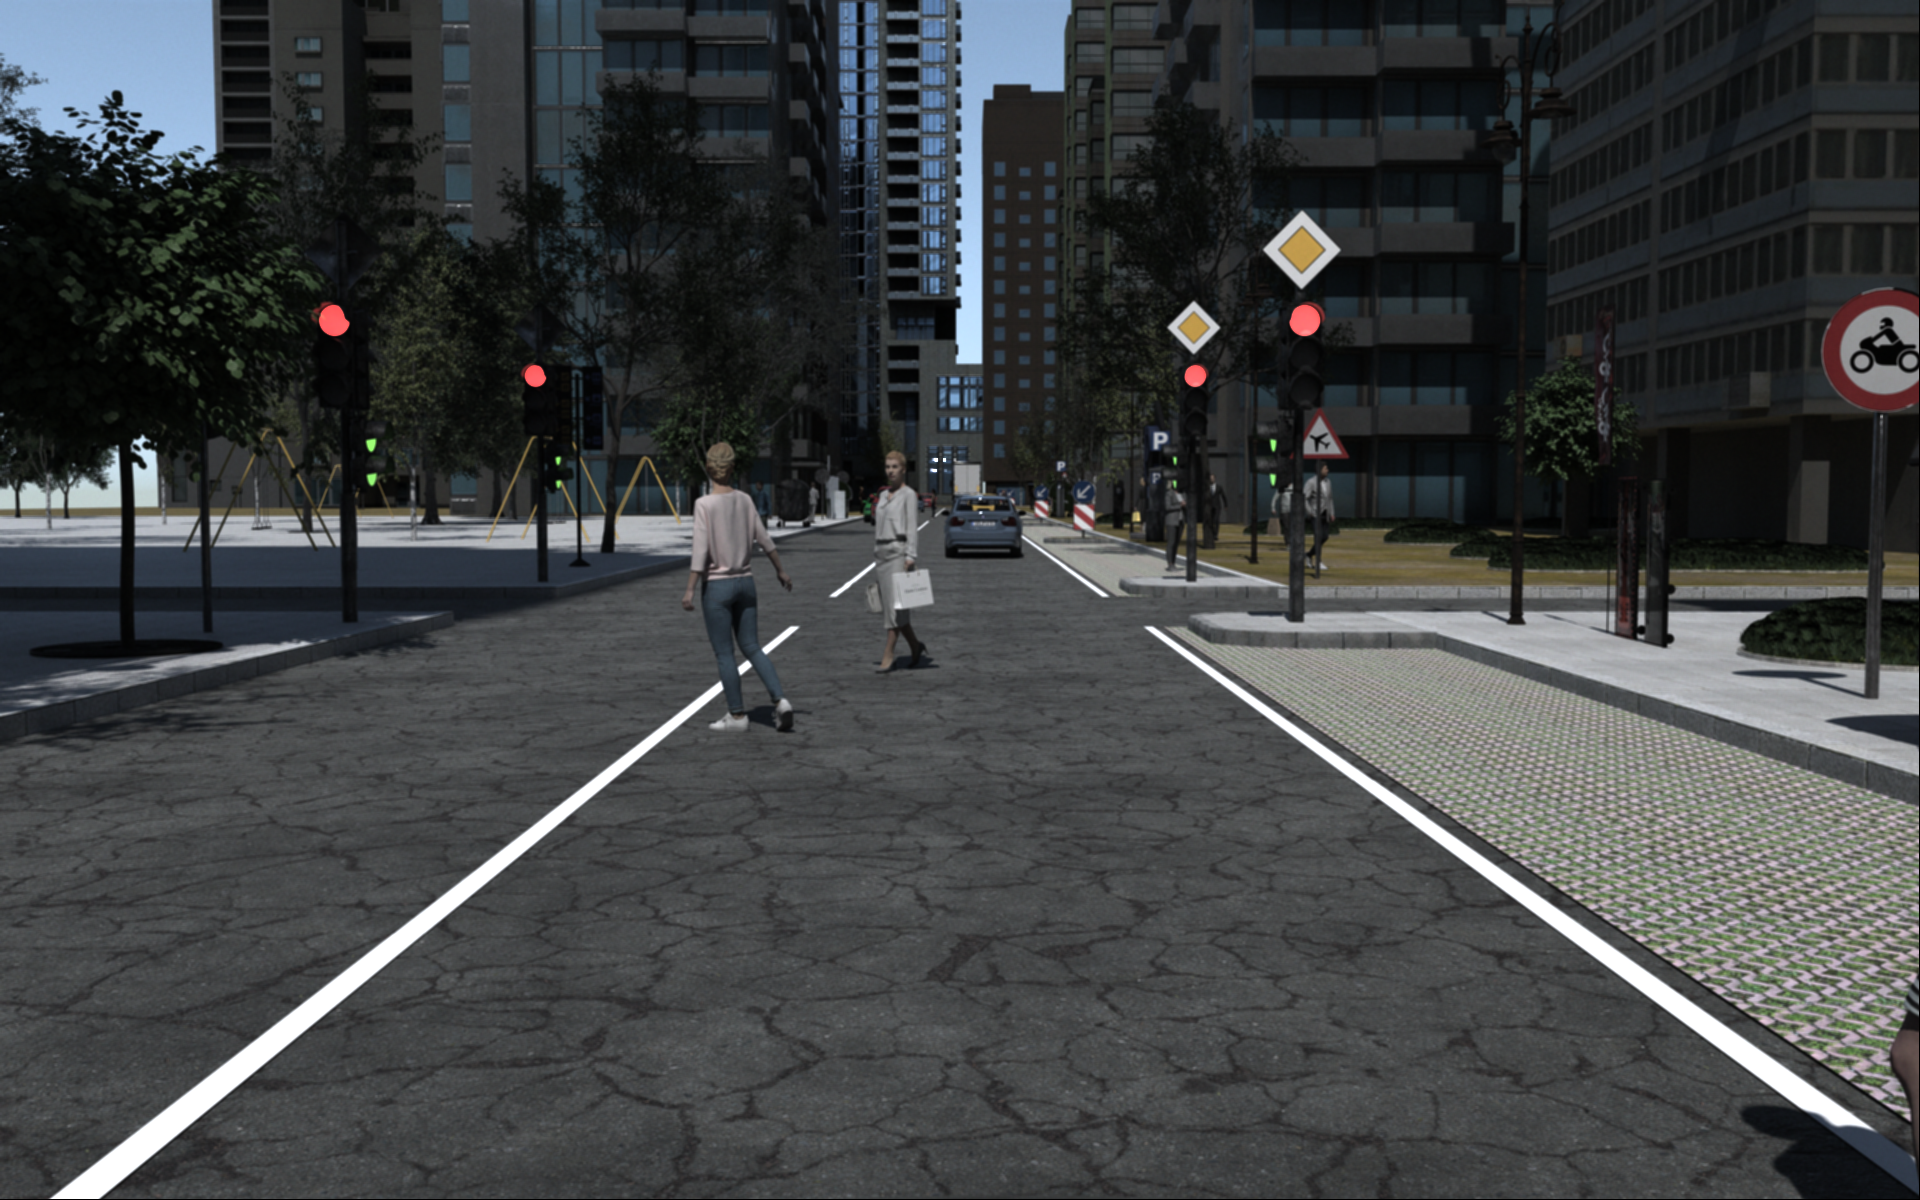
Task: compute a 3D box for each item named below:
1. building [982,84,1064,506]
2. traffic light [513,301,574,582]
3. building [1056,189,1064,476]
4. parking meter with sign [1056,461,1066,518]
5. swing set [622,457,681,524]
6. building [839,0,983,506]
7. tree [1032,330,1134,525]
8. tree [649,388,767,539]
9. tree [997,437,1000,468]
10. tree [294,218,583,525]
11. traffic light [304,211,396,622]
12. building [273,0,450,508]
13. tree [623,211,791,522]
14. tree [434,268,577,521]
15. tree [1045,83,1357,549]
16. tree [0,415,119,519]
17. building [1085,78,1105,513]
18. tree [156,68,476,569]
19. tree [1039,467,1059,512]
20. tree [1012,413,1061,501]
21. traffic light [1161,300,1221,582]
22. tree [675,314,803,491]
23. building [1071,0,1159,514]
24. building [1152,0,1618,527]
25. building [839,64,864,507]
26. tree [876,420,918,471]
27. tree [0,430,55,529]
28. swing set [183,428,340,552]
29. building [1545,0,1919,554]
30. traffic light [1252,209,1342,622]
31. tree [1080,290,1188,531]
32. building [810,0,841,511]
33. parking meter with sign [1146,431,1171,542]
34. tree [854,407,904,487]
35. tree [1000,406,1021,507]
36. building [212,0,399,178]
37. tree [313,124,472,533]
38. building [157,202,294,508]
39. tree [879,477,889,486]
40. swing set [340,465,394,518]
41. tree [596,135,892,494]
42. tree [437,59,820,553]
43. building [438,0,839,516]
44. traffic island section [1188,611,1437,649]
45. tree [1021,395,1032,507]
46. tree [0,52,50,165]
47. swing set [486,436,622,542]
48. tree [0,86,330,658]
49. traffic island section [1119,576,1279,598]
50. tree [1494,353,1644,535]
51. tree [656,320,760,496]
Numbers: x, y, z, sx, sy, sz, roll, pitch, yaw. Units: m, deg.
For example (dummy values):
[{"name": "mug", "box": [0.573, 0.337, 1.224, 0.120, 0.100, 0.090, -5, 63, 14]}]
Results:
[{"name": "building", "box": [9.632, -33.199, 192.921, 14.200, 45.320, 14.600, 0, 3, 0]}, {"name": "traffic light", "box": [-6.092, -2.222, 25.246, 0.839, 4.253, 0.868, 0, 3, 0]}, {"name": "building", "box": [16.182, -24.140, 166.392, 14.160, 30.474, 14.107, 0, 3, 0]}, {"name": "parking meter with sign", "box": [5.379, -5.880, 92.398, 0.543, 3.016, 1.738, 0, 4, 2]}, {"name": "swing set", "box": [-13.430, -4.686, 74.241, 2.862, 2.851, 3.119, -1, 4, -9]}, {"name": "building", "box": [-12.960, -54.086, 196.973, 31.000, 86.520, 22.319, 0, 3, 0]}, {"name": "tree", "box": [5.460, -7.400, 71.347, 4.360, 8.622, 3.978, 0, 3, 0]}, {"name": "tree", "box": [-7.275, -4.058, 50.069, 4.285, 4.588, 4.351, 0, 3, 0]}, {"name": "tree", "box": [5.755, -13.308, 167.951, 4.360, 8.622, 3.978, 0, 3, 0]}, {"name": "tree", "box": [-22.191, -9.485, 72.083, 9.611, 12.733, 9.660, 0, 3, 0]}, {"name": "traffic light", "box": [-6.105, -1.733, 17.261, 0.839, 4.253, 0.868, 0, 3, 0]}, {"name": "building", "box": [-49.496, -32.975, 162.850, 21.600, 48.544, 21.300, 0, 3, 0]}, {"name": "tree", "box": [-6.564, -5.836, 45.773, 4.360, 8.622, 3.978, 0, 3, 0]}, {"name": "tree", "box": [-22.068, -10.117, 83.536, 7.486, 12.596, 7.792, 0, 3, 0]}, {"name": "tree", "box": [5.459, -6.459, 40.021, 7.601, 10.594, 8.767, 0, 4, 3]}, {"name": "tree", "box": [-53.858, -7.915, 92.321, 20.602, 7.101, 11.467, 0, 4, -2]}, {"name": "building", "box": [15.858, -21.545, 123.970, 14.160, 30.474, 14.107, 0, 3, 0]}, {"name": "tree", "box": [-10.631, -4.832, 29.368, 4.737, 8.622, 4.395, 0, 3, 0]}, {"name": "tree", "box": [6.445, -7.926, 124.187, 1.663, 3.219, 1.824, 0, 3, 0]}, {"name": "tree", "box": [6.561, -12.152, 149.048, 4.737, 8.622, 4.395, 0, 3, 0]}, {"name": "traffic light", "box": [3.369, -2.222, 25.248, 0.839, 4.253, 0.868, 0, 3, 0]}, {"name": "tree", "box": [-12.155, -10.323, 94.530, 9.928, 11.665, 9.643, 0, 3, 0]}, {"name": "building", "box": [15.714, -27.788, 137.934, 14.154, 41.232, 14.086, 0, 3, 0]}, {"name": "building", "box": [20.917, -28.196, 80.612, 23.786, 49.044, 30.456, 0, 3, 0]}, {"name": "building", "box": [-24.118, -31.044, 162.195, 28.867, 44.769, 22.147, 0, 3, 0]}, {"name": "tree", "box": [-6.519, -13.509, 171.233, 4.360, 8.622, 3.978, 0, 3, 0]}, {"name": "tree", "box": [-33.876, -6.958, 64.131, 4.360, 8.622, 3.978, 0, 3, 0]}, {"name": "swing set", "box": [-16.212, -2.606, 40.227, 2.862, 2.851, 3.119, -1, 4, -12]}, {"name": "building", "box": [29.522, -21.432, 42.296, 23.993, 40.220, 32.217, 0, 3, 0]}, {"name": "traffic light", "box": [3.357, -1.733, 17.263, 0.839, 4.253, 0.868, 0, 3, 0]}, {"name": "tree", "box": [6.357, -6.718, 60.208, 4.737, 8.622, 4.395, 0, 3, 0]}, {"name": "building", "box": [-16.938, -29.801, 137.352, 14.600, 45.320, 14.200, 0, 3, 0]}, {"name": "parking meter with sign", "box": [5.367, -3.114, 47.176, 0.543, 3.016, 1.738, 1, 4, 13]}, {"name": "tree", "box": [-6.506, -11.866, 144.375, 4.737, 8.622, 4.395, 0, 3, 0]}, {"name": "tree", "box": [5.841, -10.336, 119.351, 4.360, 8.622, 3.978, 0, 3, 0]}, {"name": "building", "box": [-69.991, -46.291, 195.105, 20.611, 71.187, 20.563, 0, 3, 0]}, {"name": "tree", "box": [-21.530, -8.974, 57.091, 12.009, 13.543, 11.850, 0, 3, 0]}, {"name": "building", "box": [-67.345, -24.129, 166.215, 14.107, 30.474, 14.160, 0, 3, 0]}, {"name": "tree", "box": [-6.979, -10.552, 167.130, 1.663, 3.219, 1.824, 0, 3, 0]}, {"name": "swing set", "box": [-32.398, -5.795, 92.372, 3.119, 2.851, 2.862, 3, 4, 36]}, {"name": "tree", "box": [-7.297, -9.073, 58.708, 12.009, 13.543, 11.850, 0, 3, 0]}, {"name": "tree", "box": [-7.444, -6.298, 37.384, 7.601, 10.594, 8.767, 2, 4, 34]}, {"name": "building", "box": [-20.633, -30.297, 114.958, 23.786, 49.044, 30.456, 0, 3, 0]}, {"name": "traffic island section", "box": [3.397, 0.300, 17.377, 2.009, 0.180, 2.903, 0, 3, 0]}, {"name": "tree", "box": [5.990, -8.177, 84.051, 4.360, 8.622, 3.978, 0, 3, 0]}, {"name": "tree", "box": [-24.760, -8.086, 42.577, 12.009, 13.543, 11.850, 0, 3, 0]}, {"name": "swing set", "box": [-11.203, -3.056, 47.591, 2.862, 2.851, 3.119, 0, 4, 5]}, {"name": "tree", "box": [-6.805, -1.853, 14.009, 4.285, 4.588, 4.351, 0, 3, 0]}, {"name": "traffic island section", "box": [3.409, -0.188, 25.362, 2.009, 0.180, 2.903, 0, 3, 0]}, {"name": "tree", "box": [14.087, -3.465, 40.362, 4.285, 4.588, 4.351, 0, 3, 0]}, {"name": "tree", "box": [-10.103, -7.317, 69.993, 4.737, 8.622, 4.395, 0, 3, 0]}]
